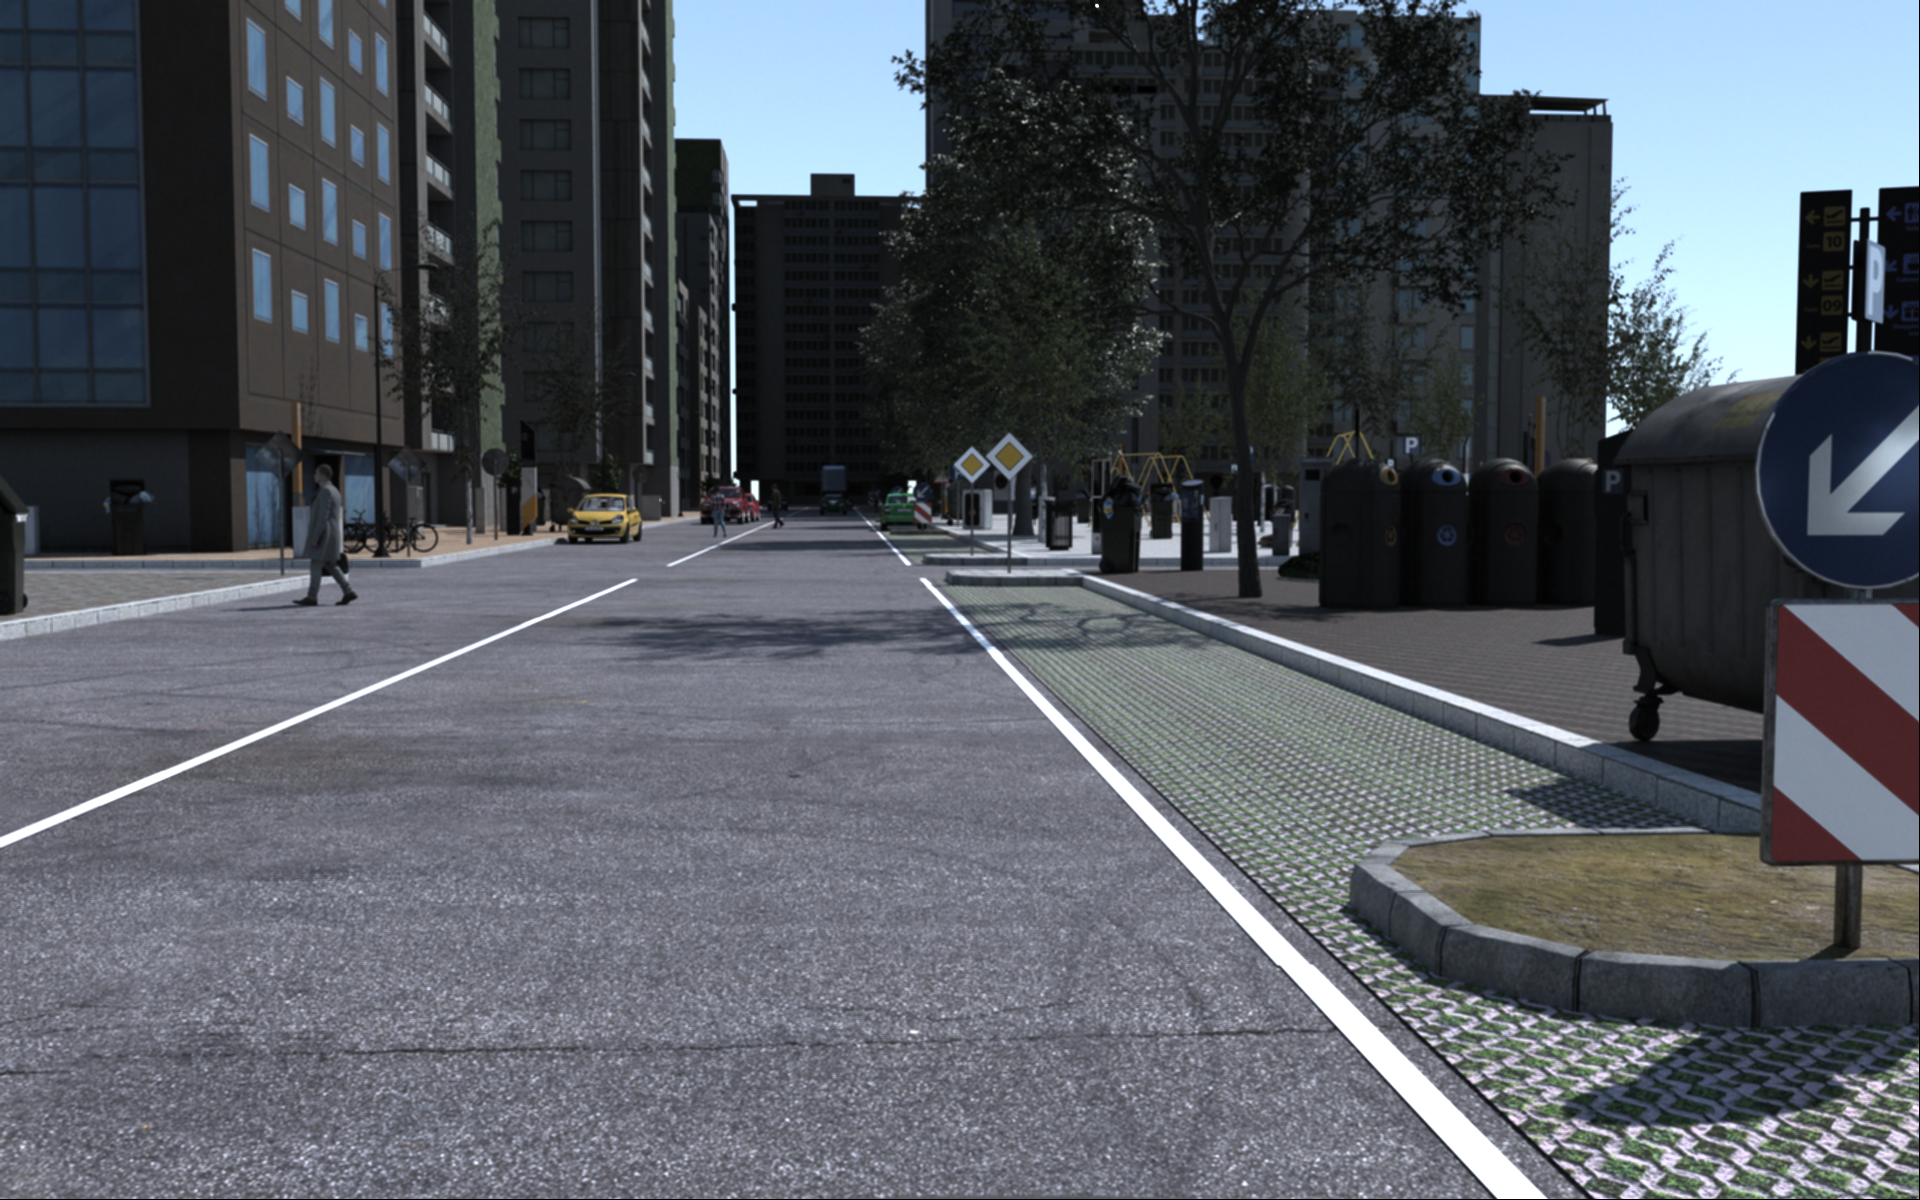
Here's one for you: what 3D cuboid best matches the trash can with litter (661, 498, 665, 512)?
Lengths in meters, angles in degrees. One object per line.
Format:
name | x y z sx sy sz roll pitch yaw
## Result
trash can with litter | -15.021 -4.547 85.732 0.624 1.170 1.055 0 4 2

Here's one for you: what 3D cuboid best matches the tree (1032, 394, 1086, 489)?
tree | 4.489 -8.568 90.448 4.360 8.622 3.978 0 3 0

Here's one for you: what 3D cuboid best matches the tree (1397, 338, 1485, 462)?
tree | 22.936 -8.078 82.432 4.737 8.622 4.395 0 3 0

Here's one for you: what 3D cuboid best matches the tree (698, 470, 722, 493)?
tree | -19.604 -8.577 134.839 1.663 3.219 1.824 0 3 0

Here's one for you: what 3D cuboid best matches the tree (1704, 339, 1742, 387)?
tree | 27.484 -7.123 66.825 4.360 8.622 3.978 0 3 0

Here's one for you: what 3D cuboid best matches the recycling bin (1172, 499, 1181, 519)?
recycling bin | 10.429 -4.375 84.091 0.722 1.027 0.722 0 4 -7

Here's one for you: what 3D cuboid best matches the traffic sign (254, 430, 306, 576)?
traffic sign | -10.674 -1.443 27.233 0.795 2.450 0.064 0 4 -4

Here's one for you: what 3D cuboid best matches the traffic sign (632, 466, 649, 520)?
traffic sign | -14.612 -4.843 79.282 0.768 2.556 0.104 0 4 -1

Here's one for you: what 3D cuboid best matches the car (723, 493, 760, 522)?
car | -11.449 -4.964 90.199 2.155 1.783 4.494 0 4 -2

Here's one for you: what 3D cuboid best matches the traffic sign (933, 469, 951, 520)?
traffic sign | -0.899 -5.188 84.829 0.884 2.594 0.081 0 4 1

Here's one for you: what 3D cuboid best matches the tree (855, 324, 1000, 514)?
tree | -1.649 -12.348 112.254 12.009 13.543 11.850 0 3 0

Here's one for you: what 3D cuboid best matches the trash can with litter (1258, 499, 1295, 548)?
trash can with litter | 7.525 -1.837 41.427 0.624 1.170 1.055 -2 4 -30

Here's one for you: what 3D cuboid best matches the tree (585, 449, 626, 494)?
tree | -15.076 -4.822 73.445 1.663 3.219 1.824 0 3 0

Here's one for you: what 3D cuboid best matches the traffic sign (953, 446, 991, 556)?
traffic sign | 0.247 -1.977 35.964 0.795 2.450 0.064 0 4 -4

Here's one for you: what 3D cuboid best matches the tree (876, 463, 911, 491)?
tree | -6.082 -10.739 159.302 4.285 4.588 4.351 0 3 0

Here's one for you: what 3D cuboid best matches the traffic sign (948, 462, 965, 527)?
traffic sign | -0.082 -4.146 67.895 0.768 2.556 0.104 0 4 5

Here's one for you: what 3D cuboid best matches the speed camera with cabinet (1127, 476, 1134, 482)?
speed camera with cabinet | 7.970 -5.788 88.965 2.038 3.252 0.660 -2 4 -33

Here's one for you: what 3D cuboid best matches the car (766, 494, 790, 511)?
car | -15.581 -8.457 148.050 2.009 1.686 4.222 0 4 -6

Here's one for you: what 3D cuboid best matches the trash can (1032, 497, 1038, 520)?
trash can | 3.645 -4.634 87.422 0.748 1.137 0.748 0 3 0

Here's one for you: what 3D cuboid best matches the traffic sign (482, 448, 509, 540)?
traffic sign | -12.920 -2.939 48.158 0.768 2.556 0.104 0 4 1

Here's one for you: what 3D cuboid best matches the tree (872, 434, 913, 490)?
tree | -5.615 -12.356 152.384 4.737 8.622 4.395 0 3 0

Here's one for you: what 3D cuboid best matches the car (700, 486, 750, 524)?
car | -11.307 -4.582 83.596 2.281 1.827 5.304 0 4 -2

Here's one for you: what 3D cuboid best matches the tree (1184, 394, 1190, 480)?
tree | 15.175 -8.701 92.623 4.737 8.622 4.395 0 3 0

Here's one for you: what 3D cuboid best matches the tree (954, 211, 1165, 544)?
tree | 2.079 -5.740 44.208 4.737 8.622 4.395 0 3 0

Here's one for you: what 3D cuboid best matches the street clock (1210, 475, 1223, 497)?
street clock | 9.653 -3.713 65.280 0.471 2.002 0.358 0 4 7

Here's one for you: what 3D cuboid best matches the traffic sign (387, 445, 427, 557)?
traffic sign | -11.221 -1.930 35.200 0.795 2.450 0.064 0 4 -4

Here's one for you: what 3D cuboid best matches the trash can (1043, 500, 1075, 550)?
trash can | 2.268 -1.713 39.655 0.748 1.137 0.748 0 3 0

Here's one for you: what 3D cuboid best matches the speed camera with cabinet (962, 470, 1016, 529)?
speed camera with cabinet | 1.071 -4.208 63.141 2.038 3.252 0.660 2 4 34

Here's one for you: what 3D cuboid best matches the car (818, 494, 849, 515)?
car | -8.757 -6.619 120.024 2.131 1.459 4.920 0 4 -3

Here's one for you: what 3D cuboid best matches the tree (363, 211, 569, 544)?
tree | -12.824 -5.740 44.206 4.360 8.622 3.978 0 3 0

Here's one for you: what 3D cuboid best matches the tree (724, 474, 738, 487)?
tree | -21.728 -10.306 163.111 1.663 3.219 1.824 0 3 0

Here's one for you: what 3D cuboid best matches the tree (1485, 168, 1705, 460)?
tree | 14.308 -5.483 40.003 4.360 8.622 3.978 0 3 0

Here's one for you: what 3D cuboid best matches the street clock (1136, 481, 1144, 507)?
street clock | 9.821 -5.504 94.563 0.358 2.002 0.471 -2 4 -31

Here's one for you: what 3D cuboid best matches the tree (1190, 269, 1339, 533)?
tree | 10.325 -6.552 57.483 4.737 8.622 4.395 0 3 0

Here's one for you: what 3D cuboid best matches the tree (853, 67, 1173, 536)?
tree | 2.061 -8.973 53.364 9.857 13.997 8.962 0 3 0

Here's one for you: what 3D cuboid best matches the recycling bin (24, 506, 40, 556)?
recycling bin | -19.498 -1.424 35.837 0.722 1.027 0.722 -1 4 -21

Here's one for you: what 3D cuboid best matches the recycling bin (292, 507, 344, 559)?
recycling bin | -12.842 -1.352 34.651 0.722 1.027 0.722 1 4 11

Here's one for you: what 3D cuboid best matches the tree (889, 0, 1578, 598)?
tree | 3.565 -5.333 21.607 8.767 10.594 7.601 -1 4 -13

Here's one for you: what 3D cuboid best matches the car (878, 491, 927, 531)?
car | -2.256 -3.646 68.405 1.959 1.807 4.718 0 4 -3

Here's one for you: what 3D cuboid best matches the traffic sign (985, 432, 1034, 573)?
traffic sign | 0.795 -1.490 27.998 0.795 2.450 0.064 0 4 -4

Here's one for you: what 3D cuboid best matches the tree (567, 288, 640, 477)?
tree | -14.048 -6.886 62.945 4.360 8.622 3.978 0 3 0

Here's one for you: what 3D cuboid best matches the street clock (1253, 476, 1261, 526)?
street clock | 12.001 -3.951 69.168 0.358 2.002 0.471 0 4 -2

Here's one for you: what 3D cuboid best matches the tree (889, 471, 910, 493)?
tree | -4.987 -9.298 146.624 1.663 3.219 1.824 0 3 0

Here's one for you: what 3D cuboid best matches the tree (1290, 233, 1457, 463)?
tree | 11.361 -6.001 48.477 4.360 8.622 3.978 0 3 0

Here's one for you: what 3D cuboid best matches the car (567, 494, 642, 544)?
car | -10.495 -2.508 51.235 2.015 1.641 3.980 0 4 -2

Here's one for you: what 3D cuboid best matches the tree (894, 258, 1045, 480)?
tree | 0.661 -9.768 77.832 7.486 12.596 7.792 0 3 0
